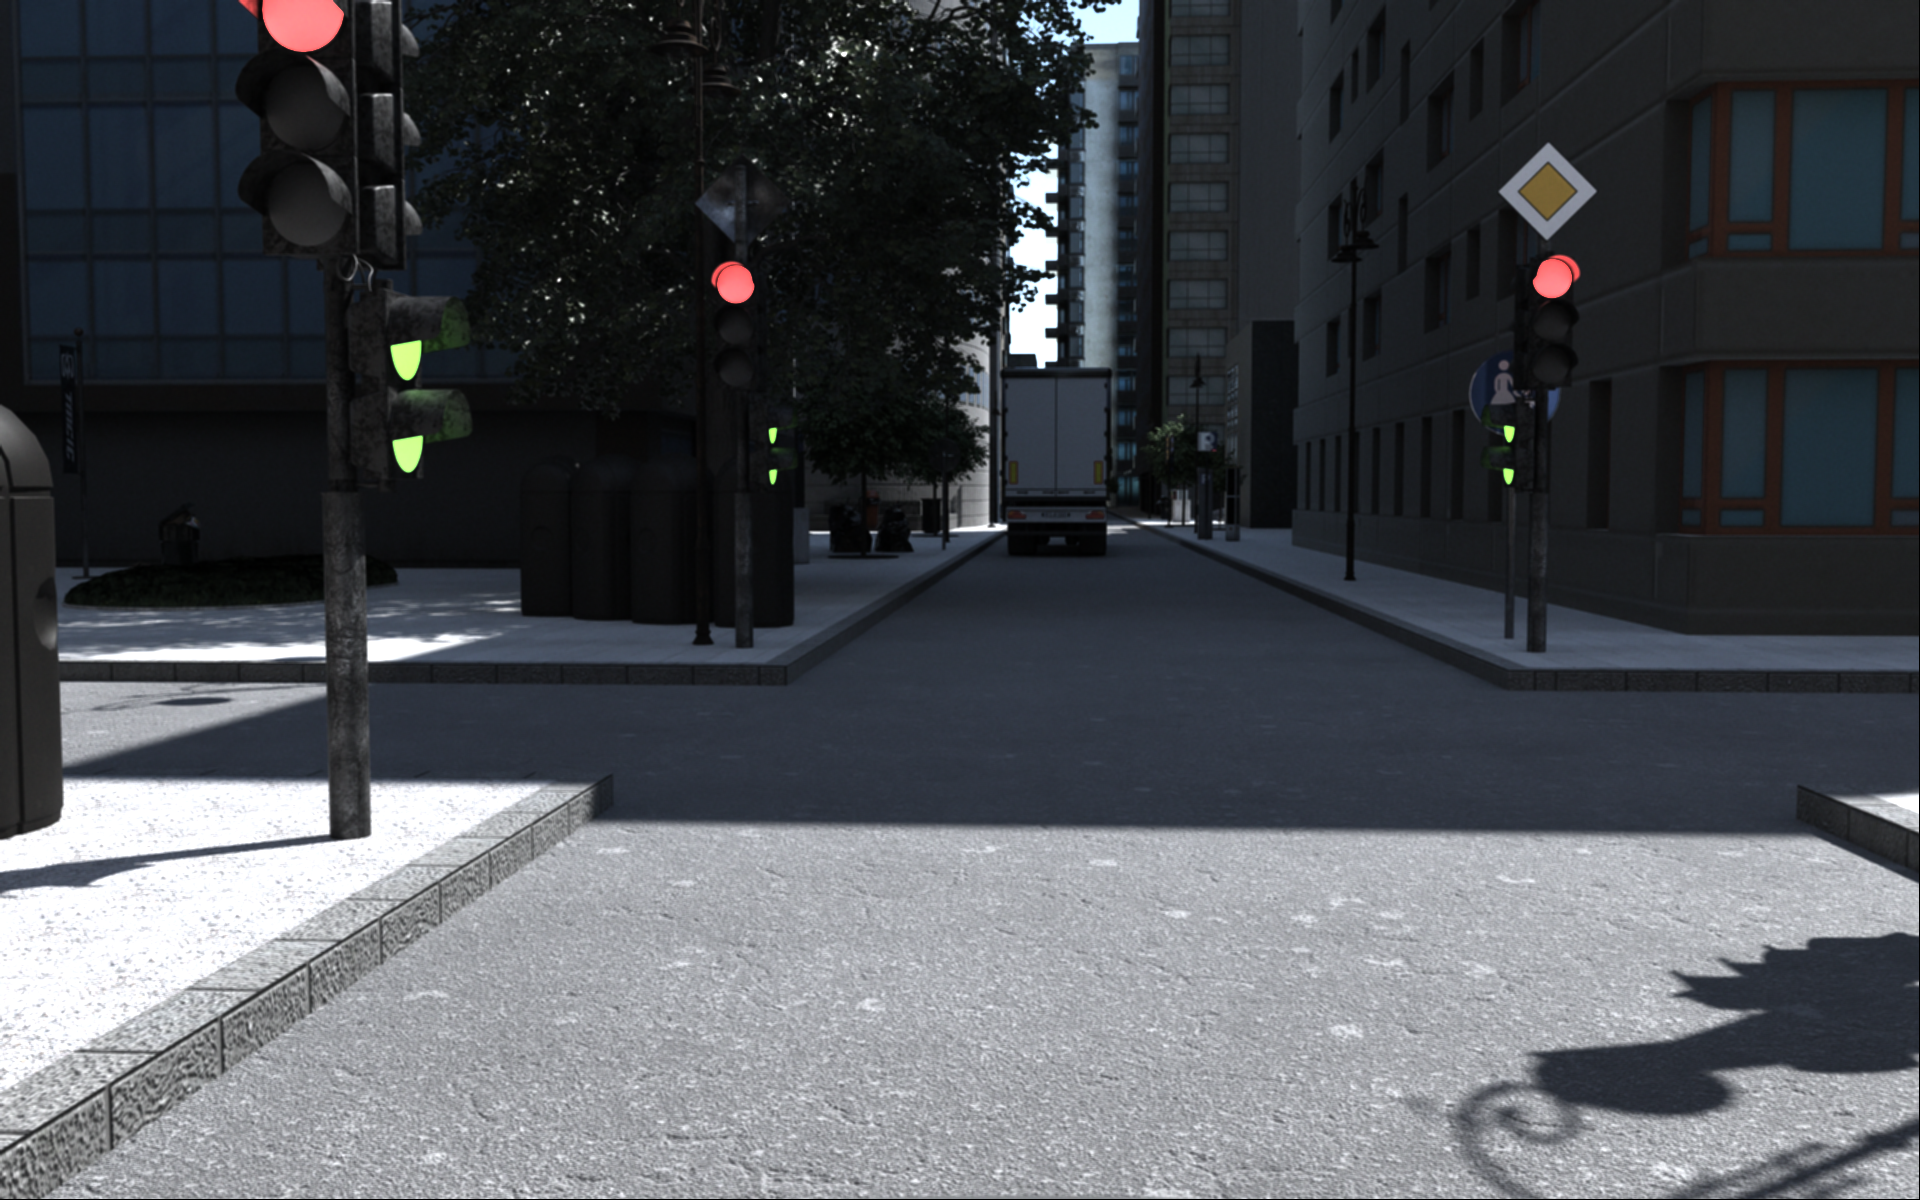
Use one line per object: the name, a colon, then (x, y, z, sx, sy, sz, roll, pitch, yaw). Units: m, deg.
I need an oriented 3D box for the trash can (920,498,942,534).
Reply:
trash can: (-0.935, -2.735, 56.364, 0.748, 1.137, 0.748, 0, 3, 0)

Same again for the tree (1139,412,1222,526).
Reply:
tree: (8.854, -5.226, 69.154, 4.285, 4.588, 4.351, 0, 3, 0)

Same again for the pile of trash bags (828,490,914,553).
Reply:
pile of trash bags: (-2.049, -1.821, 39.528, 1.912, 1.369, 3.447, 0, 4, -3)

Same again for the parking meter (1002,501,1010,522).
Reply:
parking meter: (2.117, -4.503, 79.333, 0.255, 1.863, 0.399, 1, 4, 21)

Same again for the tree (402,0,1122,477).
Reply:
tree: (-2.807, -7.006, 21.212, 9.857, 13.997, 8.962, 0, 3, 0)

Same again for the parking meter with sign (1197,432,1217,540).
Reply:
parking meter with sign: (7.006, -3.244, 49.302, 0.543, 3.016, 1.738, 0, 4, 6)

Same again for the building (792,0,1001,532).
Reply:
building: (-9.357, -32.293, 69.992, 21.231, 58.520, 28.212, 0, 4, 3)

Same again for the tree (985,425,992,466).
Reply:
tree: (-0.801, -4.203, 52.434, 4.285, 4.588, 4.351, 0, 3, 0)

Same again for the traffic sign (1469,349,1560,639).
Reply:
traffic sign: (4.877, -0.929, 15.302, 0.768, 2.556, 0.104, 1, 4, 11)

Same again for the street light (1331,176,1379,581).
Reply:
street light: (5.802, -3.230, 25.593, 0.468, 5.910, 1.993, 0, 4, 3)

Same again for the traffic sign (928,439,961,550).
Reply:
traffic sign: (-0.370, -2.425, 39.754, 0.768, 2.556, 0.104, 1, 4, 11)

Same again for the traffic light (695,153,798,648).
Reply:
traffic light: (-1.783, -1.555, 14.343, 0.839, 4.253, 0.868, 0, 4, 3)

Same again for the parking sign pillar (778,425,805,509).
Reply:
parking sign pillar: (-5.359, -3.941, 52.912, 1.447, 3.967, 1.447, 3, 4, 39)

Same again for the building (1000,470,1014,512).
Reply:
building: (-11.850, -26.852, 130.903, 32.217, 40.220, 23.993, 0, 4, 3)

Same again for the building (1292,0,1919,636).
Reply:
building: (21.880, -11.190, 27.995, 28.899, 21.520, 27.650, 0, 4, 3)

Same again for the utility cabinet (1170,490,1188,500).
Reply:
utility cabinet: (11.175, -4.894, 88.700, 1.173, 1.500, 0.318, -3, 5, -43)

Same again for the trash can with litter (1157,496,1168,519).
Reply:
trash can with litter: (10.435, -4.637, 87.206, 0.624, 1.170, 1.055, 3, 5, 44)

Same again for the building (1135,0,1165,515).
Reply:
building: (20.053, -29.055, 125.156, 14.600, 45.320, 14.200, 0, 4, 3)

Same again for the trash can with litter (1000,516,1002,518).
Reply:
trash can with litter: (2.008, -4.750, 89.053, 1.055, 1.170, 0.624, -1, 4, -9)

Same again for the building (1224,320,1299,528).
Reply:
building: (21.677, -45.489, 56.421, 22.319, 86.520, 31.000, 0, 4, 3)

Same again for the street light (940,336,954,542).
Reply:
street light: (-0.345, -4.468, 45.846, 0.468, 5.910, 1.993, 0, 4, 3)

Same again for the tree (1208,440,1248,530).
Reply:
tree: (9.225, -4.088, 61.448, 1.663, 3.219, 1.824, 0, 3, 0)

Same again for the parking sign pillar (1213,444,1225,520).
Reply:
parking sign pillar: (12.936, -5.971, 86.103, 1.447, 3.967, 1.447, 2, 4, 33)

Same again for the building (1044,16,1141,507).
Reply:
building: (24.305, -34.515, 183.936, 30.456, 49.044, 23.786, 0, 4, 3)

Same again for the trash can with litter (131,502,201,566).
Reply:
trash can with litter: (-11.439, -0.820, 24.801, 1.055, 1.170, 0.624, -2, 4, -25)

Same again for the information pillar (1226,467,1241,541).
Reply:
information pillar: (7.449, -2.615, 47.249, 0.304, 2.012, 0.304, 2, 4, 32)

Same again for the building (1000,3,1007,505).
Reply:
building: (-6.810, -32.421, 153.782, 21.600, 48.544, 21.300, 0, 4, 3)

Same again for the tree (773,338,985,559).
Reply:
tree: (-2.028, -3.124, 34.789, 4.285, 4.588, 4.351, 0, 3, 0)

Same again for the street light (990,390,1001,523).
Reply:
street light: (1.599, -6.362, 76.811, 0.468, 5.910, 1.993, 0, 4, 3)

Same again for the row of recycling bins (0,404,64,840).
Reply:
row of recycling bins: (-5.231, 0.013, 6.901, 3.534, 1.692, 1.069, 1, 4, 10)

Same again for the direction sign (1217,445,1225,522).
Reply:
direction sign: (12.075, -5.383, 80.013, 0.876, 3.537, 0.379, 1, 4, 8)

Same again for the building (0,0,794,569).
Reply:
building: (-11.451, -23.559, 35.304, 14.600, 45.320, 14.200, 0, 4, 3)

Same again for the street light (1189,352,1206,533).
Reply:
street light: (7.742, -5.124, 56.558, 0.468, 5.910, 1.993, 0, 4, 3)

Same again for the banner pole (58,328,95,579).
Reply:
banner pole: (-13.248, -2.197, 25.935, 0.401, 3.779, 0.863, 0, 4, -2)

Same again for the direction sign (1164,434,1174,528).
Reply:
direction sign: (7.987, -4.534, 66.133, 0.379, 3.537, 0.876, 2, 4, 27)

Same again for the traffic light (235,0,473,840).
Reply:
traffic light: (-2.268, -1.067, 6.373, 0.839, 4.253, 0.868, 0, 4, 3)

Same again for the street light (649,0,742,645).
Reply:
street light: (-2.194, -2.558, 14.613, 0.468, 5.910, 1.993, 0, 4, 3)

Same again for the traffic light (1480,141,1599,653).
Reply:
traffic light: (4.667, -1.532, 13.968, 0.839, 4.253, 0.868, 0, 4, 3)

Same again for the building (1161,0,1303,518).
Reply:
building: (18.371, -25.285, 96.997, 14.154, 41.232, 14.086, 0, 4, 3)

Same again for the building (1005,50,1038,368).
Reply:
building: (-7.250, -53.267, 183.585, 31.000, 86.520, 22.319, 0, 4, 3)

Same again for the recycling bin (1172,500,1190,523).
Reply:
recycling bin: (9.977, -4.011, 78.137, 0.722, 1.027, 0.722, 0, 4, -2)

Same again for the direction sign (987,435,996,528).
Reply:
direction sign: (1.221, -4.556, 66.480, 0.379, 3.537, 0.876, 0, 4, 1)

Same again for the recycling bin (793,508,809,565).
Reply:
recycling bin: (-3.250, -1.175, 31.761, 0.722, 1.027, 0.722, 3, 4, 39)

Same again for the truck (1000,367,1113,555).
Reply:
truck: (2.526, -3.371, 44.036, 2.839, 4.237, 11.283, 0, 4, 4)

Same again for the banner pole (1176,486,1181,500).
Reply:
banner pole: (10.525, -5.761, 84.210, 0.863, 3.779, 0.401, 2, 4, 34)

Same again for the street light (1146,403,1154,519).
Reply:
street light: (9.692, -7.071, 88.404, 0.468, 5.910, 1.993, 0, 4, 3)

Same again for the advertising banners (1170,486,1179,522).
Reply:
advertising banners: (9.951, -5.138, 80.198, 0.090, 3.025, 2.074, 1, 4, 19)

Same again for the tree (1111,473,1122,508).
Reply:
tree: (13.748, -9.890, 156.302, 1.663, 3.219, 1.824, 0, 3, 0)

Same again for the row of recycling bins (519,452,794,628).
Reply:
row of recycling bins: (-3.152, -0.644, 17.639, 3.534, 1.692, 1.069, 2, 4, 34)
